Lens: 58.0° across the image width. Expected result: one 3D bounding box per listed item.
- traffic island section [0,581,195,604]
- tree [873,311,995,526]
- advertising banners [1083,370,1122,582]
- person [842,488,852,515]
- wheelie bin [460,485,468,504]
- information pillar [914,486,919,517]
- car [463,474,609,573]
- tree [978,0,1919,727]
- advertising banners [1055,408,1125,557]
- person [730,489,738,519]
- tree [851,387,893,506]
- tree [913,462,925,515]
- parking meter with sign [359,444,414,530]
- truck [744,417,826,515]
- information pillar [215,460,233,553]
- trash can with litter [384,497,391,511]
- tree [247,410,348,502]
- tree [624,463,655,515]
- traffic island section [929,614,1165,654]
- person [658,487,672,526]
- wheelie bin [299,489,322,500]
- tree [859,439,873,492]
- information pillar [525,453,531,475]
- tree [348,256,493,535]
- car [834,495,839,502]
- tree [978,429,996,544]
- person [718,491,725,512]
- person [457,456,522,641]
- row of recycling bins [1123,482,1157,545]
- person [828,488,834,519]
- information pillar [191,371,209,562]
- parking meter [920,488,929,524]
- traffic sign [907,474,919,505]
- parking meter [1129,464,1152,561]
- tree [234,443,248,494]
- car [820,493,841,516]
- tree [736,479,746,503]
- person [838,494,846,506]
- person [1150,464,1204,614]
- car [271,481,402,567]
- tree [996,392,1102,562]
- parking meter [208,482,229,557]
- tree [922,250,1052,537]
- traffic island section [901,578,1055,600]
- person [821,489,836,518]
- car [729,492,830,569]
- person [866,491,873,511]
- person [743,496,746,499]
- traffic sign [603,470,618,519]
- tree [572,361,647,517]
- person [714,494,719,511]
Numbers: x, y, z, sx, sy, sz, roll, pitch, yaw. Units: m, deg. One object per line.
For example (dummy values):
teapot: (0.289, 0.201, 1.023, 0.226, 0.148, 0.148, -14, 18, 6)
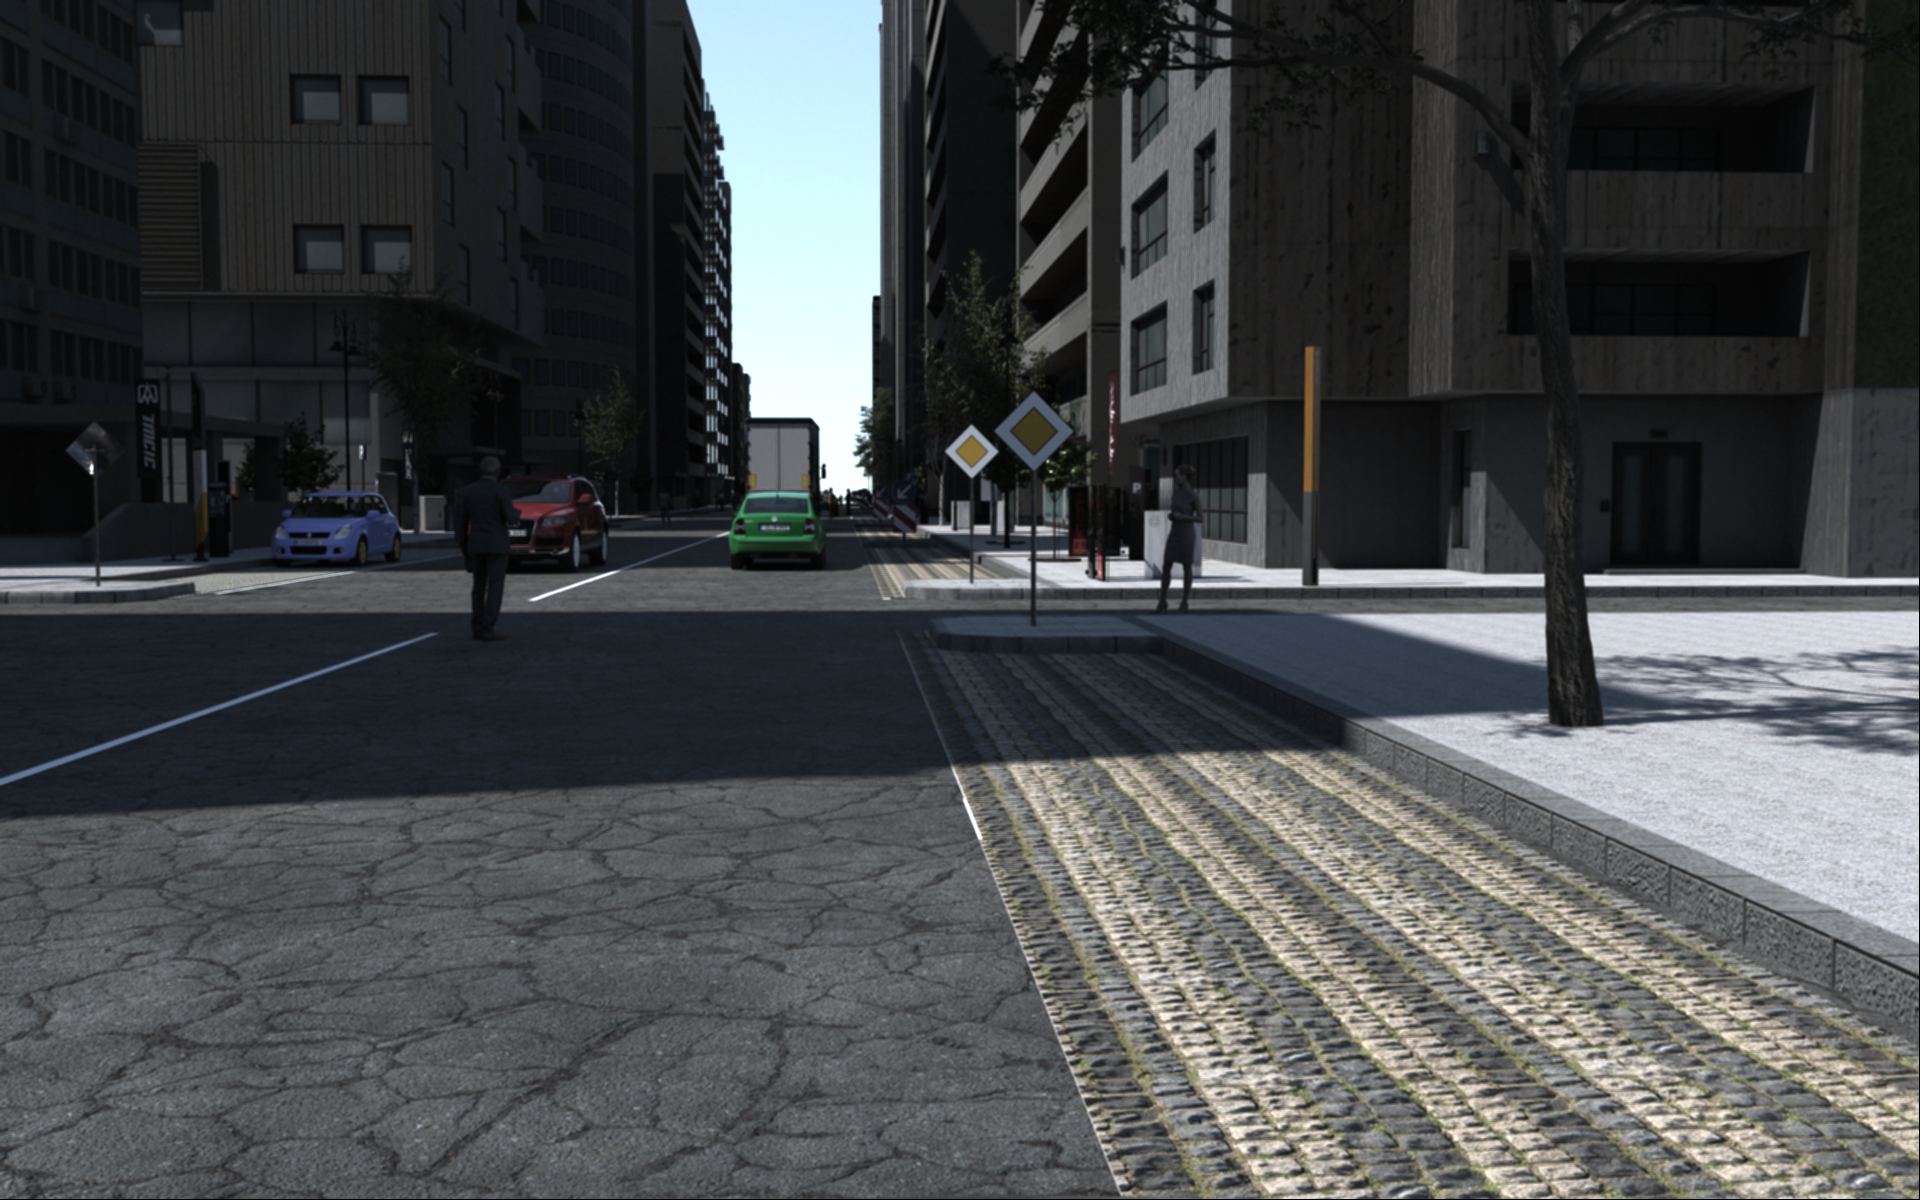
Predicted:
traffic island section: (-11.974, -0.107, 24.026, 2.009, 0.180, 2.903, 0, 4, -4)
tree: (-0.680, -7.325, 70.133, 4.360, 8.622, 3.978, 0, 3, 0)
advertising banners: (2.086, -1.796, 25.551, 0.090, 3.025, 2.074, 0, 4, -6)
person: (-7.723, -6.781, 119.380, 0.705, 1.822, 1.348, -2, 4, -28)
wheelie bin: (-16.933, -3.195, 60.149, 0.980, 1.594, 0.693, 2, 4, 28)
information pillar: (-2.448, -5.666, 97.125, 0.304, 2.012, 0.304, -1, 4, -12)
car: (-8.094, -1.510, 33.358, 2.281, 1.827, 5.304, 0, 4, -2)
tree: (3.149, -4.594, 9.533, 7.601, 10.594, 8.767, 2, 4, 31)
advertising banners: (2.466, -2.396, 35.358, 2.074, 3.025, 0.090, -2, 4, -27)
person: (-13.171, -5.601, 100.993, 0.541, 1.710, 0.530, -3, 5, -39)
tree: (-7.720, -16.245, 183.728, 7.486, 12.596, 7.792, 0, 3, 0)
tree: (-2.326, -6.690, 103.988, 1.663, 3.219, 1.824, 0, 3, 0)
parking meter with sign: (-20.314, -3.985, 61.421, 1.738, 3.016, 0.543, -2, 4, -34)
truck: (-6.890, -4.894, 68.933, 2.839, 4.237, 11.283, 0, 4, -3)
information pillar: (-15.904, -2.015, 37.438, 0.304, 2.012, 0.304, -1, 4, -23)
trash can with litter: (-30.711, -5.001, 93.151, 1.055, 1.170, 0.624, 0, 4, 8)
tree: (-15.112, -2.764, 39.794, 1.663, 3.219, 1.824, 0, 3, 0)
tree: (-19.881, -6.948, 108.208, 1.663, 3.219, 1.824, 0, 3, 0)
traffic island section: (0.735, 0.330, 16.886, 2.009, 0.180, 2.903, 0, 4, -4)
person: (-13.112, -4.163, 77.161, 0.593, 1.750, 0.643, -1, 4, -21)
wheelie bin: (-23.304, -3.324, 62.259, 0.693, 1.594, 0.980, -3, 5, -41)
tree: (-9.101, -14.703, 190.754, 4.360, 8.622, 3.978, 0, 3, 0)
information pillar: (-24.460, -6.534, 98.190, 0.183, 3.616, 0.504, 1, 4, 16)
tree: (-16.987, -6.379, 54.654, 4.737, 8.622, 4.395, 0, 3, 0)
car: (-11.433, -8.460, 150.321, 2.014, 1.417, 4.499, 0, 4, -4)
tree: (1.296, -3.065, 44.716, 1.663, 3.219, 1.824, 0, 3, 0)
person: (-19.437, -8.026, 140.655, 0.436, 1.711, 0.756, 3, 5, 45)
person: (-4.618, -0.517, 17.127, 0.661, 1.801, 0.590, 1, 4, 15)
row of recycling bins: (5.872, -2.240, 43.730, 3.534, 1.692, 1.069, 0, 4, -1)
person: (-7.556, -5.655, 101.055, 0.705, 1.812, 1.348, 0, 4, -7)
information pillar: (-14.413, -2.537, 32.830, 0.183, 3.616, 0.504, -3, 5, -42)
parking meter: (-1.542, -4.037, 74.416, 0.372, 1.533, 0.369, 0, 3, 0)
traffic sign: (-2.283, -5.039, 84.514, 0.606, 2.300, 0.079, 0, 4, 5)
parking meter: (3.486, -1.697, 33.464, 0.399, 1.863, 0.255, 2, 4, 34)
tree: (-22.905, -3.767, 56.198, 1.663, 3.219, 1.824, 0, 3, 0)
car: (-8.833, -6.334, 112.607, 2.155, 1.783, 4.494, 0, 4, -6)
tree: (-28.105, -14.121, 225.479, 1.663, 3.219, 1.824, 0, 3, 0)
person: (-11.918, -9.871, 173.155, 1.065, 1.426, 0.557, -1, 4, -19)
person: (2.586, -0.719, 20.594, 0.374, 1.781, 0.599, -3, 5, -40)
car: (-12.562, -1.552, 34.959, 1.945, 1.707, 3.694, 0, 4, -2)
tree: (1.932, -2.348, 32.989, 1.663, 3.219, 1.824, 0, 3, 0)
parking meter: (-15.065, -1.638, 35.188, 0.372, 1.533, 0.369, 0, 3, 0)
tree: (0.974, -6.210, 51.904, 4.737, 8.622, 4.395, 0, 3, 0)
traffic island section: (0.189, -0.157, 24.852, 2.009, 0.180, 2.903, 0, 4, -4)
person: (-8.182, -5.893, 105.644, 1.217, 1.735, 0.721, 0, 4, 7)
car: (-3.562, -1.561, 34.324, 1.959, 1.807, 4.718, 0, 4, -3)
person: (-7.655, -8.399, 146.746, 0.541, 1.710, 0.530, 1, 4, 15)
person: (-20.123, -9.491, 164.391, 1.217, 1.735, 0.721, 3, 4, 38)
traffic sign: (-18.183, -5.502, 90.057, 0.768, 2.556, 0.104, 0, 4, 5)
tree: (-19.202, -8.927, 96.325, 4.737, 8.622, 4.395, 0, 3, 0)
person: (-20.172, -8.085, 143.915, 0.599, 1.433, 0.991, -1, 4, -17)
